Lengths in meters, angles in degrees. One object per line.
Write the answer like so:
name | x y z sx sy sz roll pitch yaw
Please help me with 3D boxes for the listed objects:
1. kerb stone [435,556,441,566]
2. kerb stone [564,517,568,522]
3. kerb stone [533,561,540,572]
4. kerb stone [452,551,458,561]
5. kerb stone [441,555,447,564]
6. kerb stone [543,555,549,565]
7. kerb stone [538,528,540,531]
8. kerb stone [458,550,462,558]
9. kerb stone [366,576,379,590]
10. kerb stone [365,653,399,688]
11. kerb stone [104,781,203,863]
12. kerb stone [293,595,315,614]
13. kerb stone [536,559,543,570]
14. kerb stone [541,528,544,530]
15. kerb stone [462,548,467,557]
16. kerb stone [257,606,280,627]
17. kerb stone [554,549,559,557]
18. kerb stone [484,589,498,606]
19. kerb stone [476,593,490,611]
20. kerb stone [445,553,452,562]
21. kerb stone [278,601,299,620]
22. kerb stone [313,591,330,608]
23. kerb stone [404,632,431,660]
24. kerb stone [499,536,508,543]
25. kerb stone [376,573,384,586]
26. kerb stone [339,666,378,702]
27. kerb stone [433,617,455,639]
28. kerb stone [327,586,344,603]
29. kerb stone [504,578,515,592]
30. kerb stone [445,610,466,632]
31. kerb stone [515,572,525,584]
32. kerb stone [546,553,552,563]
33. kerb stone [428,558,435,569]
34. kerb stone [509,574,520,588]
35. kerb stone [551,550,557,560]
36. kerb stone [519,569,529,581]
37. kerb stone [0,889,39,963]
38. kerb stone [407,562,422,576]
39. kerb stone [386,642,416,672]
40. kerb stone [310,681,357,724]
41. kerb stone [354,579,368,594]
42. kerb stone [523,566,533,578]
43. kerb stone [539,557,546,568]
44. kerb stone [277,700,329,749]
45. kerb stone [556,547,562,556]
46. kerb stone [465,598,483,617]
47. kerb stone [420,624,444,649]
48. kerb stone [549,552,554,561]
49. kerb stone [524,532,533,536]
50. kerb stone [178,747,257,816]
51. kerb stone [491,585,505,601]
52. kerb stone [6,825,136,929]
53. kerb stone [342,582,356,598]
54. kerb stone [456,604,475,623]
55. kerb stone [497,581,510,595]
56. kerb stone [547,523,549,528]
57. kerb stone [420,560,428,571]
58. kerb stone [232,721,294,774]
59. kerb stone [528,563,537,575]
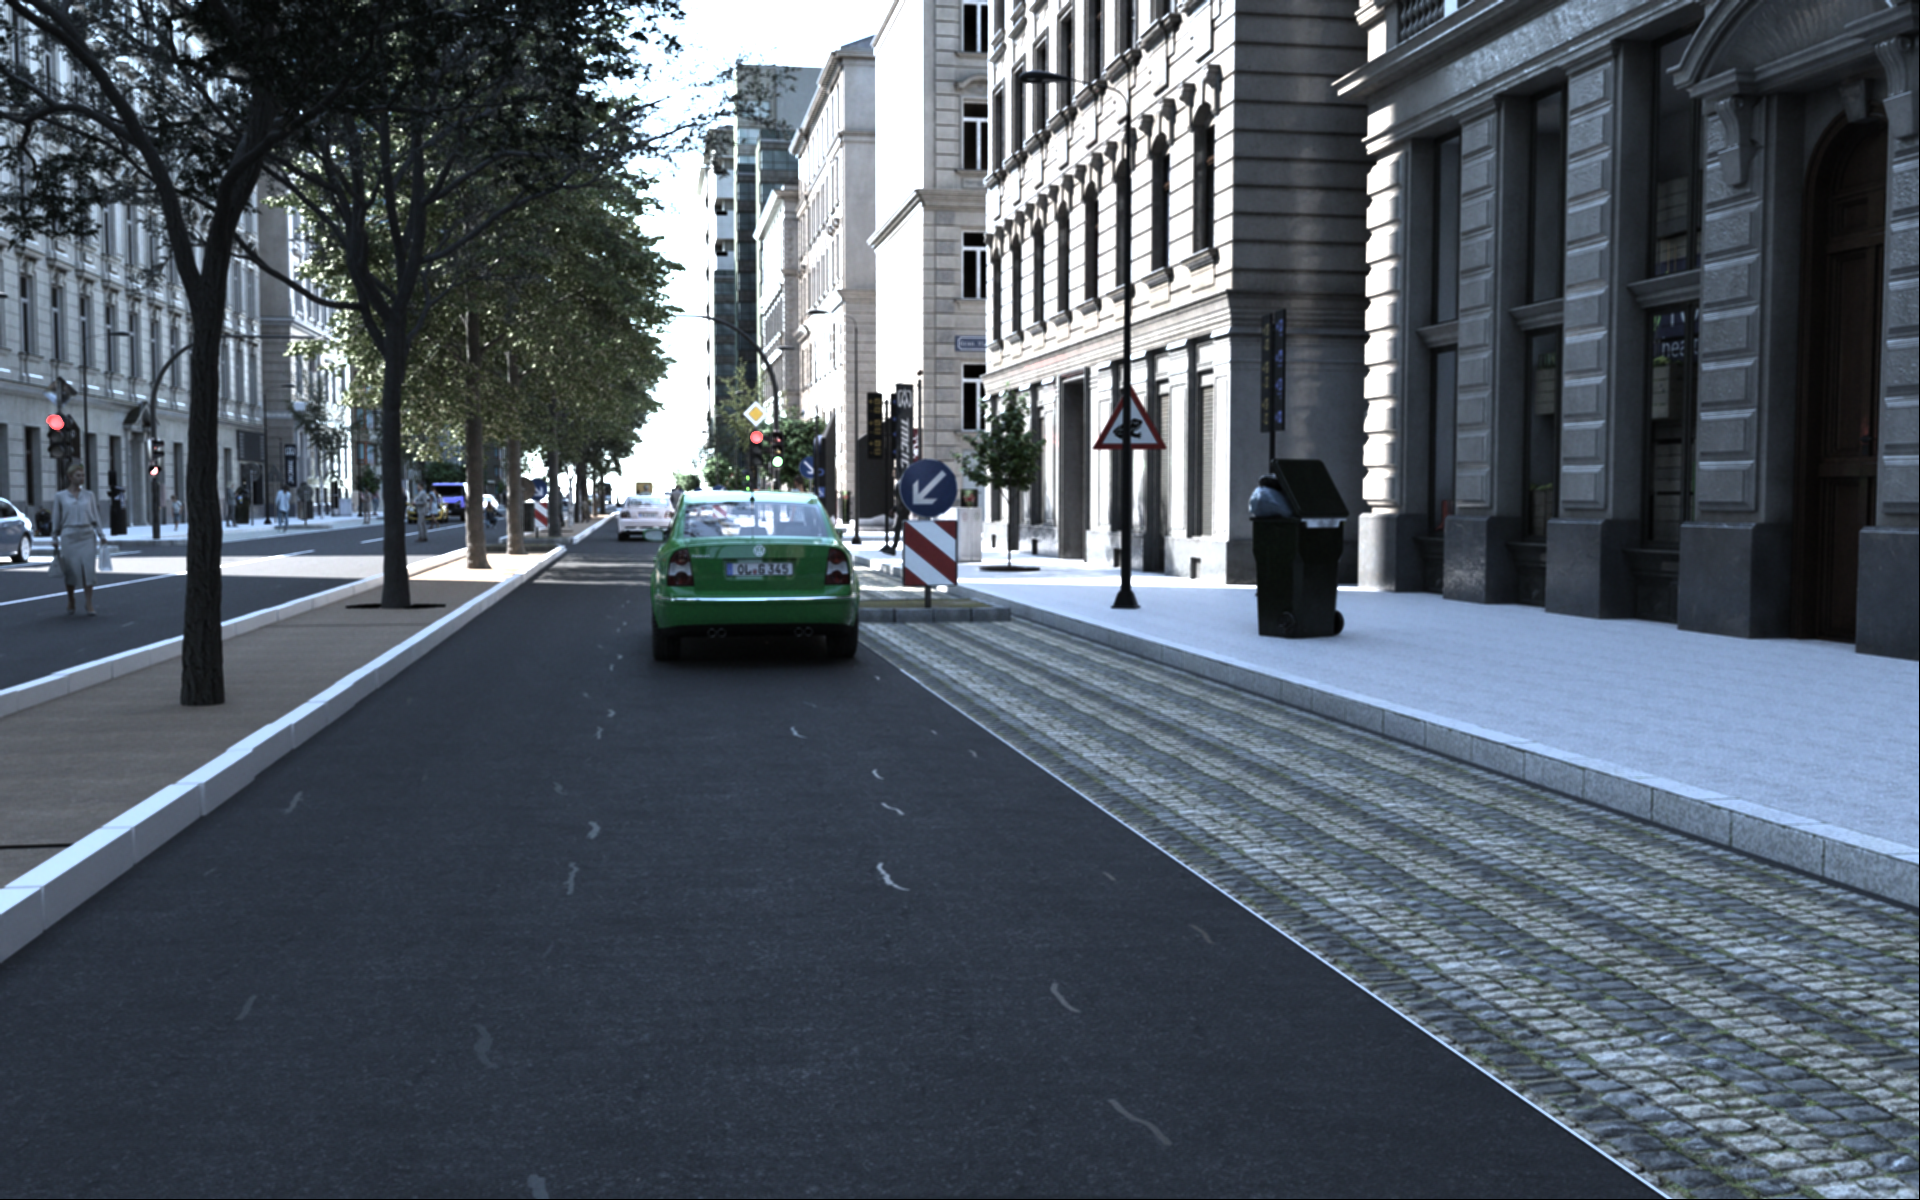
kerb stone | -10.370 -0.724 34.044 0.120 0.150 1.000 -1 4 -10
kerb stone | -21.324 -4.395 94.123 0.120 0.150 1.000 -1 4 -10
kerb stone | -7.753 -0.562 31.390 0.120 0.150 1.000 -1 4 -10
kerb stone | -10.915 -0.909 37.064 0.120 0.150 1.000 -1 4 -10
kerb stone | -10.552 -0.786 35.050 0.120 0.150 1.000 -1 4 -10
kerb stone | -8.303 -0.746 34.422 0.120 0.150 1.000 -1 4 -10
kerb stone | -16.180 -2.674 65.913 0.120 0.150 1.000 -1 4 -10
kerb stone | -11.109 -0.971 38.077 0.120 0.150 1.000 -1 4 -10
kerb stone | -8.891 -0.230 25.955 0.120 0.150 1.000 -1 4 -10
kerb stone | -4.440 0.548 13.235 0.120 0.150 1.000 -1 4 -10
kerb stone | -3.341 0.920 7.179 0.120 0.150 1.000 -1 4 -10
kerb stone | -7.978 0.079 20.903 0.120 0.150 1.000 -1 4 -10
kerb stone | -7.940 -0.623 32.403 0.120 0.150 1.000 -1 4 -10
kerb stone | -16.738 -2.859 68.935 0.120 0.150 1.000 -1 4 -10
kerb stone | -11.286 -1.033 39.088 0.120 0.150 1.000 -1 4 -10
kerb stone | -7.613 0.203 18.883 0.120 0.150 1.000 -1 4 -10
kerb stone | -9.042 -0.995 38.465 0.120 0.150 1.000 -1 4 -10
kerb stone | -6.094 -0.008 22.321 0.120 0.150 1.000 -1 4 -10
kerb stone | -5.915 0.054 21.307 0.120 0.150 1.000 -1 4 -10
kerb stone | -10.737 -0.844 36.055 0.120 0.150 1.000 -1 4 -10
kerb stone | -7.789 0.146 19.898 0.120 0.150 1.000 -1 4 -10
kerb stone | -8.156 0.017 21.914 0.120 0.150 1.000 -1 4 -10
kerb stone | -4.809 0.424 15.268 0.120 0.150 1.000 -1 4 -10
kerb stone | -13.424 -1.746 50.787 0.120 0.150 1.000 -1 4 -10
kerb stone | -9.084 -0.291 26.959 0.120 0.150 1.000 -1 4 -10
kerb stone | -4.263 0.610 12.219 0.120 0.150 1.000 -1 4 -10
kerb stone | -5.181 0.301 17.279 0.120 0.150 1.000 -1 4 -10
kerb stone | -8.341 -0.045 22.926 0.120 0.150 1.000 -1 4 -10
kerb stone | -6.646 -0.191 25.347 0.120 0.150 1.000 -1 4 -10
kerb stone | -5.360 0.240 18.289 0.120 0.150 1.000 -1 4 -10
kerb stone | -7.014 -0.306 27.360 0.120 0.150 1.000 -1 4 -10
kerb stone | -8.487 -0.809 35.428 0.120 0.150 1.000 -1 4 -10
kerb stone | -10.190 -0.663 33.037 0.120 0.150 1.000 -1 4 -10
kerb stone | -6.828 -0.254 26.354 0.120 0.150 1.000 -1 4 -10
kerb stone | -8.855 -0.933 37.454 0.120 0.150 1.000 -1 4 -10
kerb stone | -7.190 -0.377 28.367 0.120 0.150 1.000 -1 4 -10
kerb stone | -2.967 1.044 5.156 0.120 0.150 1.000 -1 4 -10
kerb stone | -9.812 -0.539 31.007 0.120 0.150 1.000 -1 4 -10
kerb stone | -4.627 0.486 14.247 0.120 0.150 1.000 -1 4 -10
kerb stone | -4.067 0.672 11.216 0.120 0.150 1.000 -1 4 -10
kerb stone | -8.706 -0.168 24.943 0.120 0.150 1.000 -1 4 -10
kerb stone | -7.378 -0.439 29.372 0.120 0.150 1.000 -1 4 -10
kerb stone | -8.120 -0.686 33.416 0.120 0.150 1.000 -1 4 -10
kerb stone | -3.889 0.739 10.209 0.120 0.150 1.000 -1 4 -10
kerb stone | -9.223 -1.053 39.474 0.120 0.150 1.000 -1 4 -10
kerb stone | -5.735 0.116 20.300 0.120 0.150 1.000 -1 4 -10
kerb stone | -4.995 0.362 16.273 0.120 0.150 1.000 -1 4 -10
kerb stone | -8.673 -0.869 36.433 0.120 0.150 1.000 -1 4 -10
kerb stone | -15.440 -2.428 61.887 0.120 0.150 1.000 -1 4 -10
kerb stone | -3.510 0.857 8.187 0.120 0.150 1.000 -1 4 -10
kerb stone | -6.274 -0.070 23.336 0.120 0.150 1.000 -1 4 -10
kerb stone | -3.154 0.982 6.165 0.120 0.150 1.000 -1 4 -10
kerb stone | -8.527 -0.106 23.936 0.120 0.150 1.000 -1 4 -10
kerb stone | -5.548 0.181 19.295 0.120 0.150 1.000 -1 4 -10
kerb stone | -6.462 -0.129 24.341 0.120 0.150 1.000 -1 4 -10
kerb stone | -17.284 -3.044 71.960 0.120 0.150 1.000 -1 4 -10
kerb stone | -10.003 -0.601 32.027 0.120 0.150 1.000 -1 4 -10
kerb stone | -3.716 0.798 9.201 0.120 0.150 1.000 -1 4 -10
kerb stone | -7.564 -0.501 30.385 0.120 0.150 1.000 -1 4 -10
